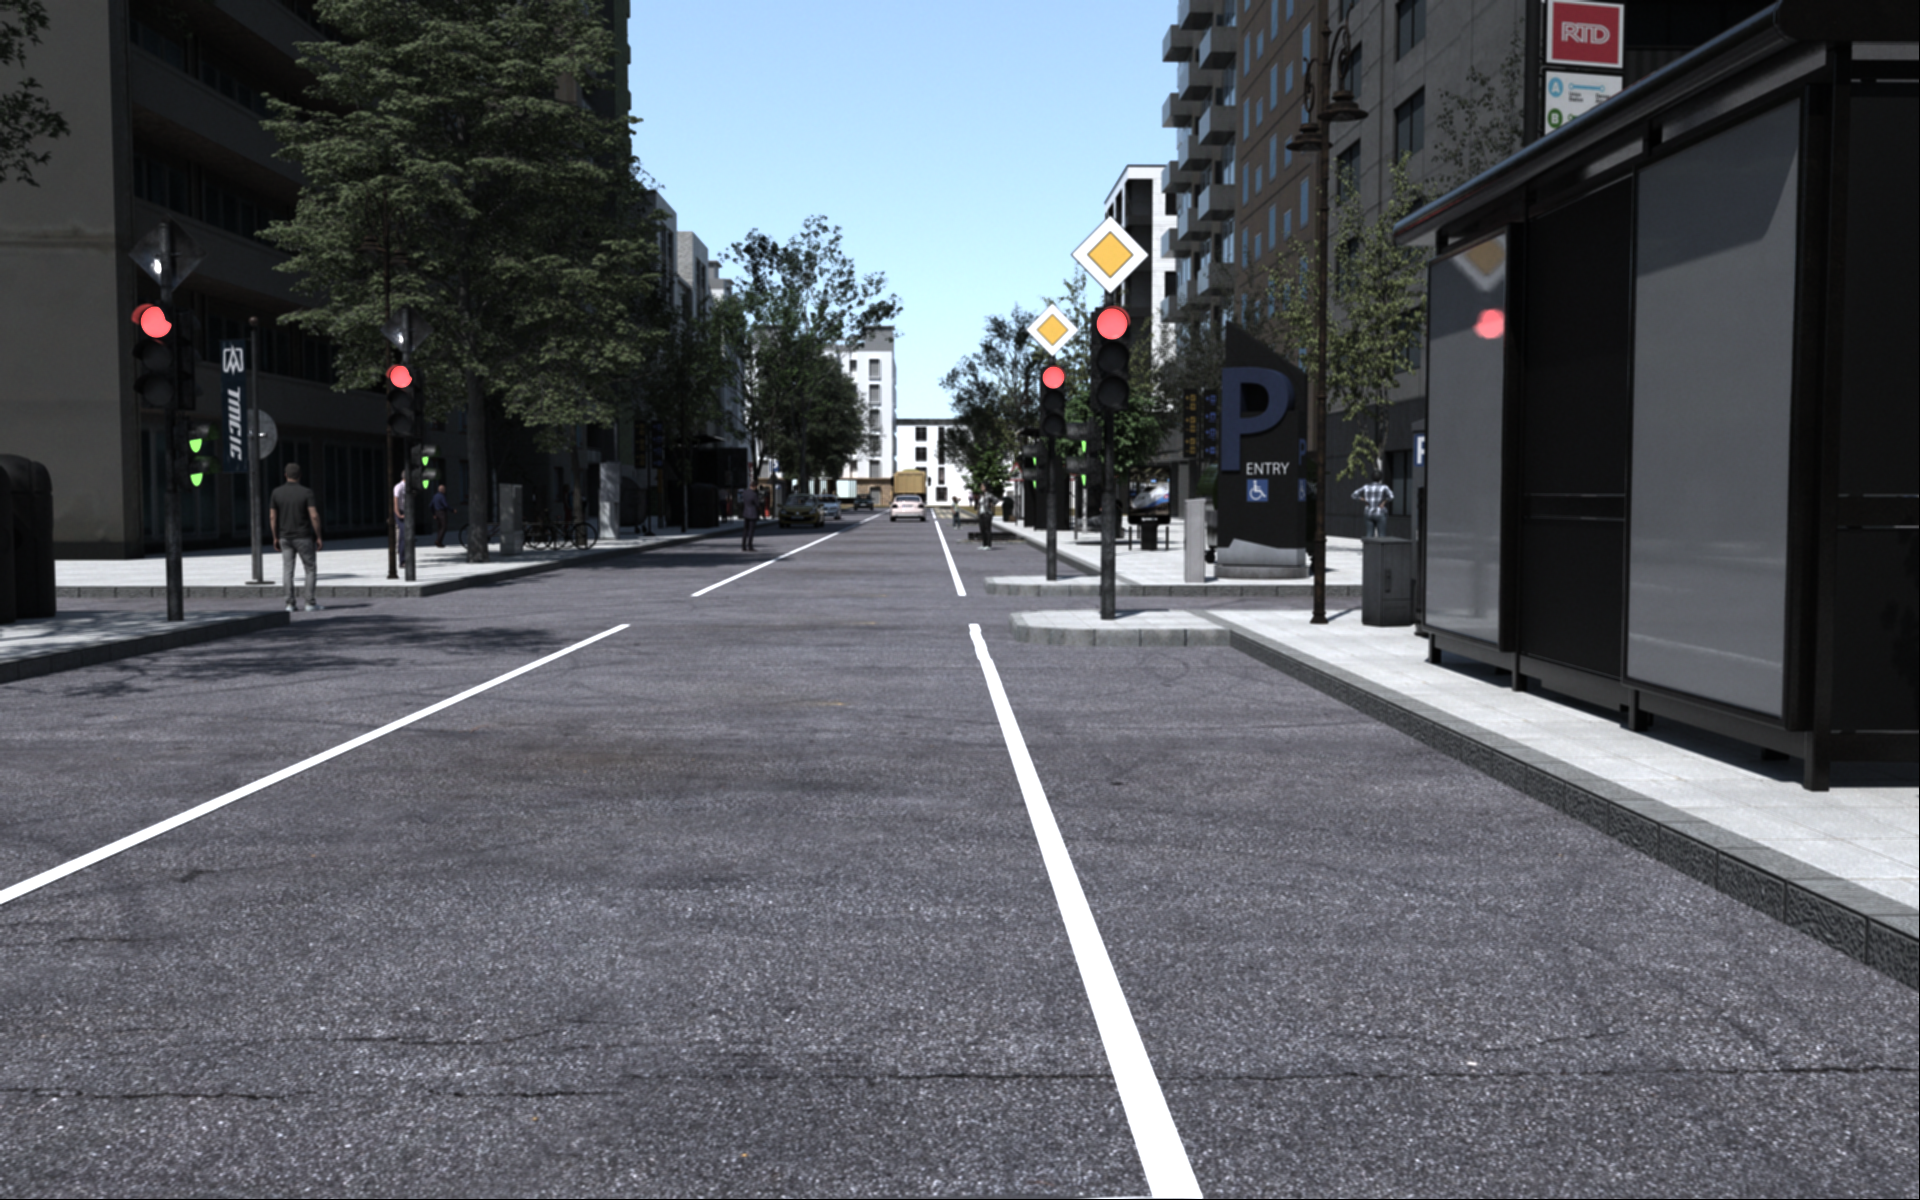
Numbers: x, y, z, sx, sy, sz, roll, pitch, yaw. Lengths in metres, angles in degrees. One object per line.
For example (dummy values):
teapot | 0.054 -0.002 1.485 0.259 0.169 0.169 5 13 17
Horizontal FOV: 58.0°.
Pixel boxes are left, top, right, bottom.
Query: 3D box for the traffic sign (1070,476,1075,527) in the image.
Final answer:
traffic sign | 4.394 -4.167 68.134 0.884 2.594 0.081 0 4 2

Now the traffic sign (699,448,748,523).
traffic sign | -10.443 -5.027 76.072 2.265 3.308 0.079 0 4 7

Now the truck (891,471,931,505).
truck | -4.193 -9.192 146.217 3.469 3.379 9.791 0 4 -1

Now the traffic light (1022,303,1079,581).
traffic light | 1.340 -2.243 25.597 0.839 4.253 0.868 0 4 -1

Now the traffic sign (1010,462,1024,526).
traffic sign | 2.279 -4.282 70.016 0.884 2.594 0.081 0 4 0

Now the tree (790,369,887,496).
tree | -12.206 -15.884 170.068 12.009 13.543 11.850 0 3 0

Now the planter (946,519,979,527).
planter | 0.379 -3.435 77.304 1.991 0.319 1.994 0 4 -1

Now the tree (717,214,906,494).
tree | -9.268 -15.869 115.353 12.611 20.169 13.585 0 3 0

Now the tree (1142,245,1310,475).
tree | 8.306 -6.118 50.388 4.360 8.622 3.978 0 3 0

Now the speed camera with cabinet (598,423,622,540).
speed camera with cabinet | -9.957 -3.349 49.088 0.660 3.252 2.038 -1 4 -13

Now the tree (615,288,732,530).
tree | -9.964 -6.779 61.195 4.737 8.622 4.395 0 3 0

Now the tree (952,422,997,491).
tree | 1.712 -12.247 150.598 4.360 8.622 3.978 0 3 0

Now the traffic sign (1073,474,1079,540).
traffic sign | 3.251 -2.959 48.484 0.768 2.556 0.104 0 4 3

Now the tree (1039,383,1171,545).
tree | 3.746 -3.683 43.934 4.285 4.588 4.351 0 3 0

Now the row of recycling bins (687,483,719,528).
row of recycling bins | -9.883 -3.623 66.351 1.069 1.692 3.534 0 4 -1

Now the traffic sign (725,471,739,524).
traffic sign | -9.916 -4.477 75.328 0.606 2.300 0.079 0 4 5

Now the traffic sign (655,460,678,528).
traffic sign | -11.134 -4.016 65.662 0.884 2.594 0.081 0 4 3

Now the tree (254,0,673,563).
tree | -9.437 -6.975 32.174 7.486 12.596 7.792 0 3 0

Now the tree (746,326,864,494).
tree | -11.538 -13.693 130.541 9.857 13.997 8.962 0 3 0

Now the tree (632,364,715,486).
tree | -14.973 -8.680 92.285 4.360 8.622 3.978 0 3 0

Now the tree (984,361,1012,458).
tree | 3.118 -8.719 92.922 4.737 8.622 4.395 0 3 0

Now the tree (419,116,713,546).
tree | -9.753 -6.621 42.673 7.601 10.594 8.767 -1 4 -17

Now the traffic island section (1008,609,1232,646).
traffic island section | 1.535 0.278 17.728 2.009 0.180 2.903 0 4 -1

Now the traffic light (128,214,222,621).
traffic light | -7.924 -1.743 17.415 0.839 4.253 0.868 0 4 -1

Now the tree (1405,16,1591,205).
tree | 9.207 -4.732 27.727 4.360 8.622 3.978 0 3 0

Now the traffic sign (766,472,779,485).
traffic sign | -10.609 -6.030 98.597 0.884 2.594 0.081 0 4 4

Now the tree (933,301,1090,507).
tree | 3.351 -9.101 83.208 8.767 10.594 7.601 -1 4 -13

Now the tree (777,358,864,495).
tree | -11.370 -13.709 142.273 7.486 12.596 7.792 0 3 0

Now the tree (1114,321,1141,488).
tree | 7.837 -7.366 70.801 4.360 8.622 3.978 0 3 0

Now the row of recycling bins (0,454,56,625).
row of recycling bins | -9.923 -0.583 16.648 1.069 1.692 3.534 0 4 4

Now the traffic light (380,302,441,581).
traffic light | -8.079 -2.231 25.399 0.839 4.253 0.868 0 4 -1

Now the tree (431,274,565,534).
tree | -13.850 -6.230 52.221 4.360 8.622 3.978 0 3 0

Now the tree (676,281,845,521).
tree | -9.697 -9.635 83.283 9.928 11.665 9.643 0 3 0

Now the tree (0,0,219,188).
tree | -9.175 -4.731 11.769 8.767 10.594 7.601 -1 4 -12

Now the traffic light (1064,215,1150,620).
traffic light | 1.495 -1.755 17.613 0.839 4.253 0.868 0 4 -1

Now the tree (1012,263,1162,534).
tree | 4.267 -6.441 55.679 4.737 8.622 4.395 0 3 0

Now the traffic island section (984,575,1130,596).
traffic island section | 1.380 -0.210 25.712 2.009 0.180 2.903 0 4 -1

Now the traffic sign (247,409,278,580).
traffic sign | -10.551 -1.575 25.851 0.768 2.556 0.104 0 4 6

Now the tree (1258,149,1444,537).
tree | 8.638 -5.274 36.597 4.737 8.622 4.395 0 3 0

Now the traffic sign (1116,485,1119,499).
traffic sign | 4.856 -3.260 53.408 0.768 2.556 0.104 0 4 -1
